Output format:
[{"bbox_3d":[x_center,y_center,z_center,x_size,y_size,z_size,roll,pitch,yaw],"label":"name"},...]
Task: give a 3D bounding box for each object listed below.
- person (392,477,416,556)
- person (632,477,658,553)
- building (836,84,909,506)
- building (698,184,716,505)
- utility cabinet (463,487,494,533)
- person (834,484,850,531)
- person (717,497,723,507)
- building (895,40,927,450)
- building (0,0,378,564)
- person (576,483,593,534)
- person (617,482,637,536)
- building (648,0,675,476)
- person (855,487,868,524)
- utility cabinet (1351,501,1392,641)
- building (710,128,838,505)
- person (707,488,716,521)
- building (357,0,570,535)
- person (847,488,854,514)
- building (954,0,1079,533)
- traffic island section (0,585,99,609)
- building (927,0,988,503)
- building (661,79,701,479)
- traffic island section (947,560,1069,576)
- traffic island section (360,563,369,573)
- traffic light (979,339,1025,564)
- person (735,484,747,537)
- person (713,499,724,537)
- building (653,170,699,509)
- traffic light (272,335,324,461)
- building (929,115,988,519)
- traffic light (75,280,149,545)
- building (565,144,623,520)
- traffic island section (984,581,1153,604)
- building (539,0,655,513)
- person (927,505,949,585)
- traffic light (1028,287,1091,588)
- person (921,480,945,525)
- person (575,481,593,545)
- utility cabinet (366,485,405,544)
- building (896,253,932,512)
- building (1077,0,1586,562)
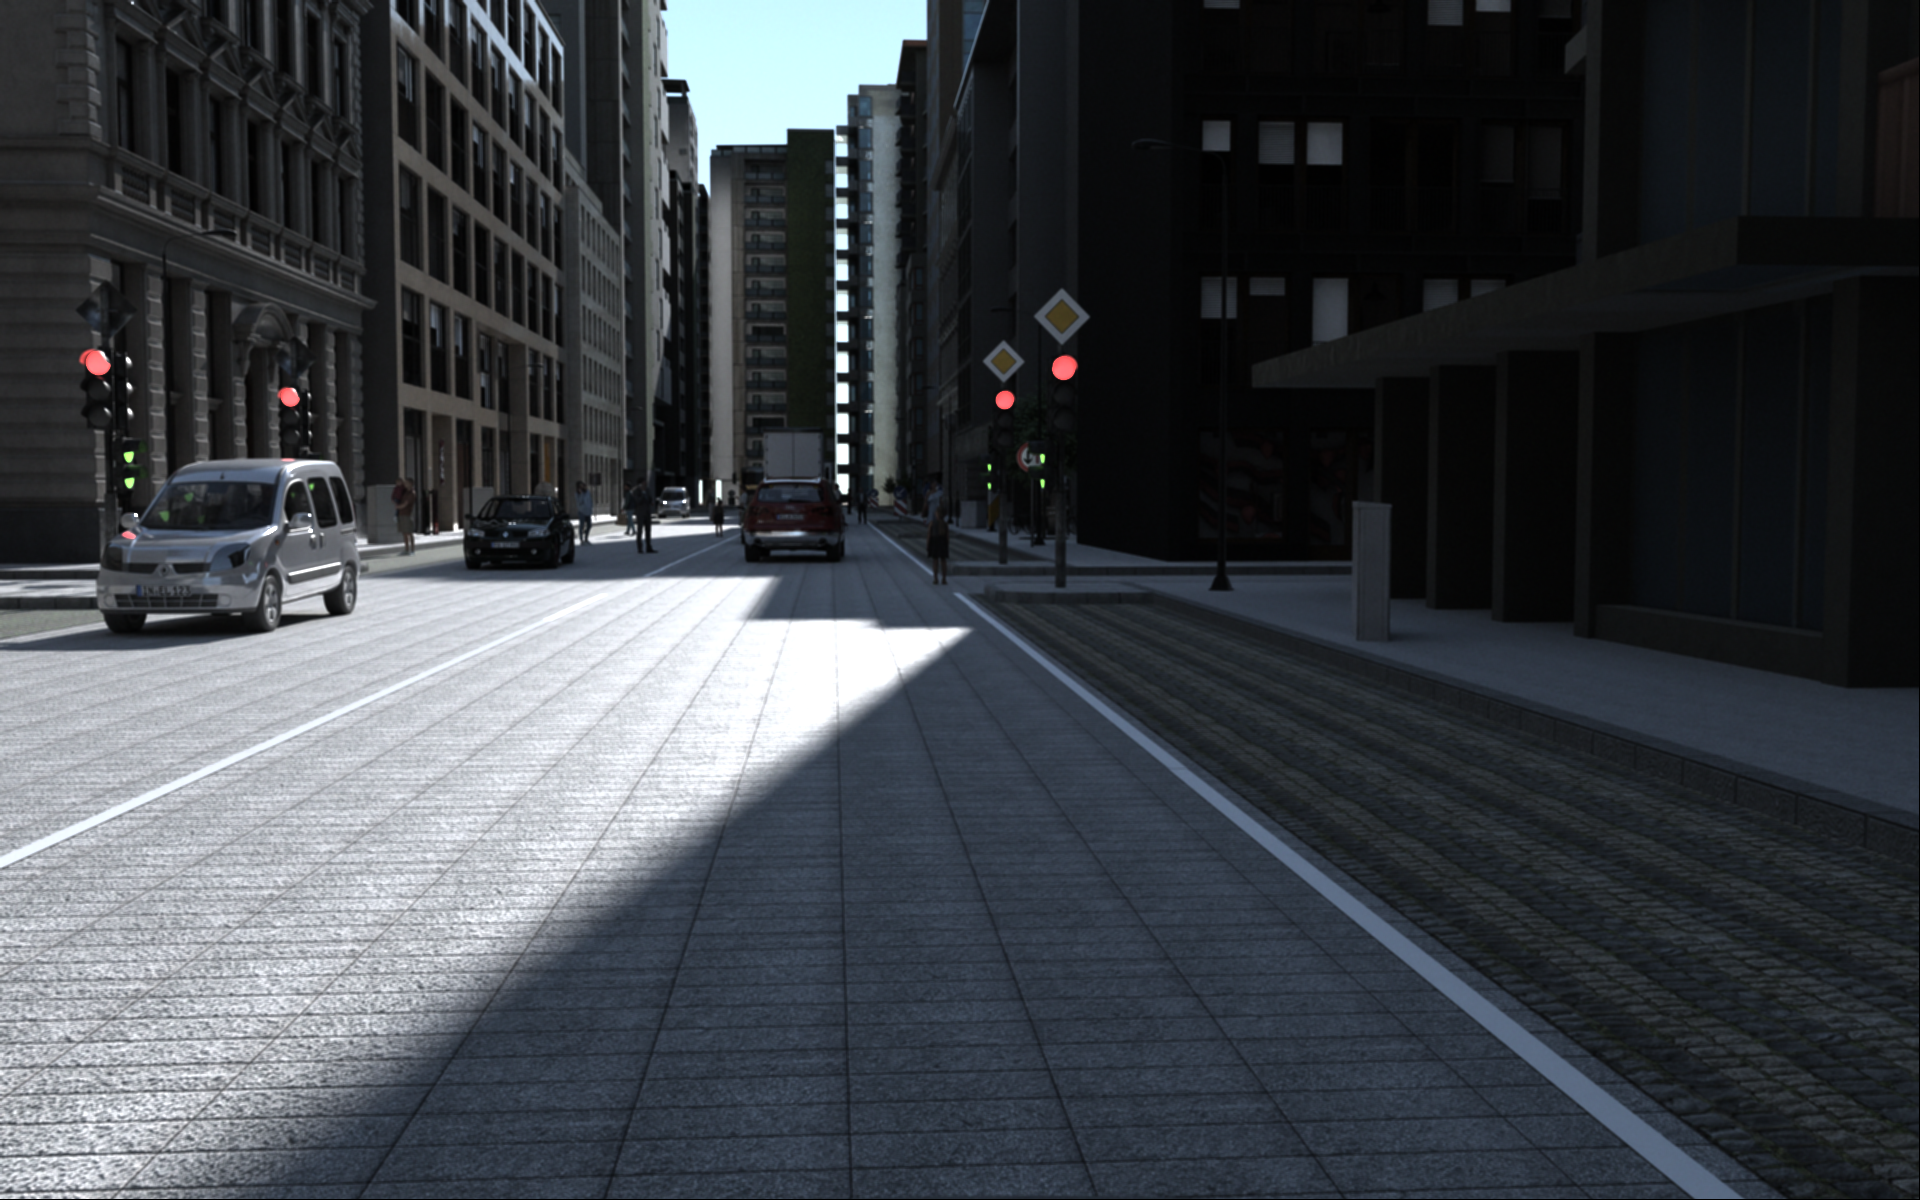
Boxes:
[{"bbox_3d":[-12.890,-1.942,40.220,0.580,1.828,0.573,0,4,0],"label":"person"},{"bbox_3d":[-7.607,-2.061,42.007,0.447,1.846,0.655,2,4,35],"label":"person"},{"bbox_3d":[0.801,-35.674,202.881,30.456,49.044,23.786,0,4,-4],"label":"building"},{"bbox_3d":[-40.833,-31.346,204.383,23.993,40.220,32.217,0,4,-4],"label":"building"},{"bbox_3d":[-15.820,-2.948,56.884,0.318,1.500,1.173,2,4,24],"label":"utility cabinet"},{"bbox_3d":[-4.645,-3.592,67.075,0.795,1.843,0.661,0,4,6],"label":"person"},{"bbox_3d":[-14.644,-5.655,105.644,0.352,1.250,0.332,-2,4,-27],"label":"person"},{"bbox_3d":[4.996,-31.381,167.697,22.147,44.769,28.867,0,4,-4],"label":"building"},{"bbox_3d":[-21.316,-12.919,40.096,11.050,23.489,19.941,0,4,-4],"label":"building"},{"bbox_3d":[-13.493,-3.267,61.940,0.581,1.822,0.654,1,4,21],"label":"person"},{"bbox_3d":[-11.277,-3.083,58.896,0.713,1.824,0.794,2,4,27],"label":"person"},{"bbox_3d":[-36.562,-33.155,131.320,28.713,52.752,27.495,0,4,-4],"label":"building"},{"bbox_3d":[-4.712,-4.551,83.302,0.661,1.777,0.834,-1,4,-19],"label":"person"},{"bbox_3d":[3.696,-0.269,15.556,0.306,1.237,1.020,1,4,10],"label":"utility cabinet"},{"bbox_3d":[-21.060,-31.387,196.767,14.086,41.232,14.154,0,4,-4],"label":"building"},{"bbox_3d":[-13.139,-5.066,91.877,0.362,1.759,0.519,3,4,36],"label":"person"},{"bbox_3d":[-27.717,-16.095,67.672,19.350,26.468,34.151,0,4,-4],"label":"building"},{"bbox_3d":[-7.766,-6.956,122.194,0.705,1.831,1.348,-1,4,-23],"label":"person"},{"bbox_3d":[7.882,-15.440,71.516,14.314,24.678,30.058,0,4,-4],"label":"building"},{"bbox_3d":[-11.204,-0.037,22.880,2.009,0.180,2.903,0,4,-4],"label":"traffic island section"},{"bbox_3d":[5.053,-28.539,116.719,14.600,45.320,14.200,0,4,-4],"label":"building"},{"bbox_3d":[-33.275,-29.935,173.035,14.086,41.232,14.154,0,4,-4],"label":"building"},{"bbox_3d":[0.813,-0.580,31.770,2.009,0.180,2.903,0,4,-4],"label":"traffic island section"},{"bbox_3d":[-11.795,-0.524,30.843,2.009,0.180,2.903,0,4,-4],"label":"traffic island section"},{"bbox_3d":[0.772,-2.614,31.653,0.839,4.253,0.868,0,4,-4],"label":"traffic light"},{"bbox_3d":[-7.278,-2.968,57.601,0.524,1.755,0.480,1,4,9],"label":"person"},{"bbox_3d":[-8.063,-2.730,57.813,0.362,1.253,0.373,0,4,-2],"label":"person"},{"bbox_3d":[-30.859,-23.353,153.515,14.160,30.474,14.107,0,4,-4],"label":"building"},{"bbox_3d":[-11.754,-2.556,30.712,0.839,4.253,0.868,0,4,-4],"label":"traffic light"},{"bbox_3d":[4.347,-16.396,96.953,11.050,23.489,19.941,0,4,-4],"label":"building"},{"bbox_3d":[-11.163,-2.069,22.749,0.839,4.253,0.868,0,4,-4],"label":"traffic light"},{"bbox_3d":[-24.611,-14.621,93.800,10.420,20.320,16.860,0,4,-4],"label":"building"},{"bbox_3d":[1.403,-0.093,23.807,2.009,0.180,2.903,0,4,-4],"label":"traffic island section"},{"bbox_3d":[-27.612,-26.173,111.525,14.154,41.232,14.086,0,4,-4],"label":"building"},{"bbox_3d":[-0.349,-0.872,27.432,0.362,1.253,0.373,0,4,-8],"label":"person"},{"bbox_3d":[1.363,-2.127,23.690,0.839,4.253,0.868,0,4,-4],"label":"traffic light"},{"bbox_3d":[-0.704,-2.252,45.412,0.616,1.811,0.778,1,4,11],"label":"person"},{"bbox_3d":[-10.506,-2.424,48.394,0.793,1.790,0.793,0,4,3],"label":"person"},{"bbox_3d":[-14.627,-2.168,44.121,0.318,1.500,1.173,1,4,18],"label":"utility cabinet"},{"bbox_3d":[9.212,-18.022,139.693,27.650,21.520,28.899,0,4,-4],"label":"building"},{"bbox_3d":[11.369,-12.787,38.742,15.834,23.373,12.332,0,4,-4],"label":"building"}]
